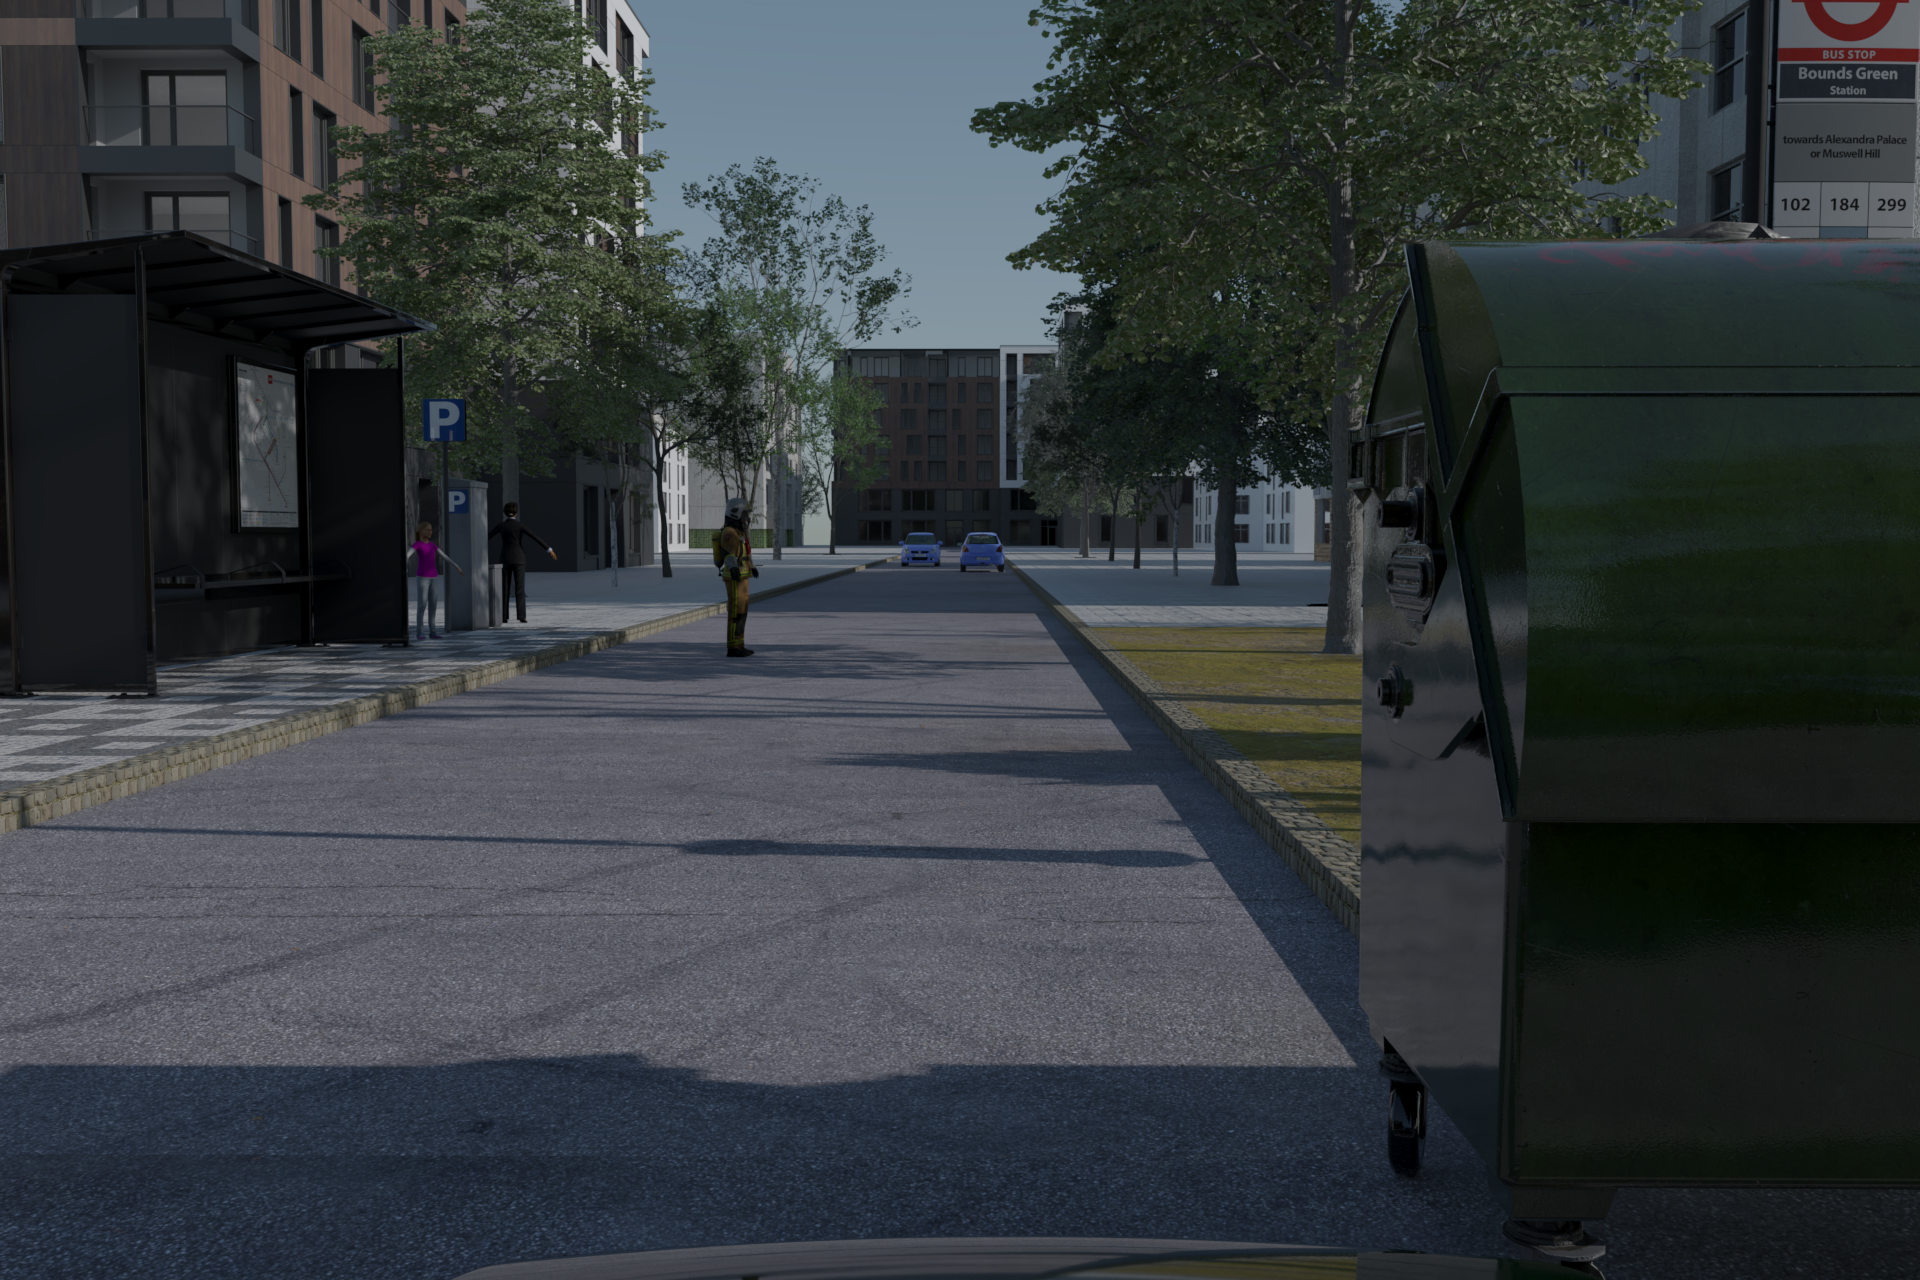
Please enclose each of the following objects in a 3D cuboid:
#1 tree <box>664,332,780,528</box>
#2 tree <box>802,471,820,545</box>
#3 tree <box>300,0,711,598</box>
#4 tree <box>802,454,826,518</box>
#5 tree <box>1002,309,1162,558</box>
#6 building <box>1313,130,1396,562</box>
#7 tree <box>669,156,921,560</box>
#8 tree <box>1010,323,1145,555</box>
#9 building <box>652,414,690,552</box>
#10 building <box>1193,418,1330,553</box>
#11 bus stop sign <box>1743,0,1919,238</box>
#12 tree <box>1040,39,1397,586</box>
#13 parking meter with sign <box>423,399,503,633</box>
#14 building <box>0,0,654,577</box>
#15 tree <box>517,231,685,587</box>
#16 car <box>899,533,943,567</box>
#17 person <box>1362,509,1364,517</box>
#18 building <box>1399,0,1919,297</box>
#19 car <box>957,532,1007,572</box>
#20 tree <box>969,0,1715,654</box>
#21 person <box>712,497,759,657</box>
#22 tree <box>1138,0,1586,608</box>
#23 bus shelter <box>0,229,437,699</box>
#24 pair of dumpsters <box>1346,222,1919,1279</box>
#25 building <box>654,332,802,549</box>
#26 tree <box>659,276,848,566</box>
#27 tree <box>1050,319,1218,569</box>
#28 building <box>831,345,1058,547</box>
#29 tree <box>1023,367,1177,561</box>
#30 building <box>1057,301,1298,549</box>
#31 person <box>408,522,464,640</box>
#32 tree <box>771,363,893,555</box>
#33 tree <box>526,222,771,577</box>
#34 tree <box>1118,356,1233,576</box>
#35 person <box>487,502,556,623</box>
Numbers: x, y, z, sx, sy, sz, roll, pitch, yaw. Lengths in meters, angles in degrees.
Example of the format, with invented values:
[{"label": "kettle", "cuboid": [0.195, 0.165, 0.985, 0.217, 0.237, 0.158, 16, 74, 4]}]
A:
[{"label": "tree", "cuboid": [-8.118, -6.842, 62.232, 4.360, 8.622, 3.978, 0, 3, 0]}, {"label": "tree", "cuboid": [-17.939, -14.961, 194.971, 4.737, 8.622, 4.395, 0, 3, 0]}, {"label": "tree", "cuboid": [-8.872, -7.107, 34.330, 7.486, 12.596, 7.792, 0, 3, 0]}, {"label": "tree", "cuboid": [-19.049, -16.349, 201.710, 7.601, 10.594, 8.767, 0, 4, 3]}, {"label": "tree", "cuboid": [6.857, -11.136, 92.449, 12.009, 13.543, 11.850, 0, 3, 0]}, {"label": "building", "cuboid": [21.787, -13.696, 80.357, 16.016, 20.090, 11.380, 0, 4, 0]}, {"label": "tree", "cuboid": [-8.329, -14.037, 85.395, 12.611, 20.169, 13.585, 0, 3, 0]}, {"label": "tree", "cuboid": [7.754, -12.229, 106.601, 9.857, 13.997, 8.962, 0, 3, 0]}, {"label": "building", "cuboid": [-25.700, -11.833, 135.618, 9.099, 9.664, 28.070, 0, 4, 0]}, {"label": "building", "cuboid": [24.150, -11.736, 134.027, 9.099, 9.664, 28.070, 0, 4, 1]}, {"label": "bus stop sign", "cuboid": [3.482, -1.128, 7.149, 0.855, 3.939, 0.416, 0, 4, 1]}, {"label": "tree", "cuboid": [6.716, -8.335, 42.935, 9.857, 13.997, 8.962, 0, 3, 0]}, {"label": "parking meter with sign", "cuboid": [-6.609, -1.649, 23.223, 0.543, 3.016, 1.738, 0, 4, 2]}, {"label": "building", "cuboid": [-26.764, -12.929, 55.364, 27.936, 21.610, 32.646, 0, 4, 0]}, {"label": "tree", "cuboid": [-8.350, -5.622, 42.279, 4.360, 8.622, 3.978, 0, 3, 0]}, {"label": "car", "cuboid": [-1.732, -4.143, 77.330, 1.945, 1.707, 3.694, 0, 4, 1]}, {"label": "person", "cuboid": [7.568, -1.660, 33.283, 0.704, 1.843, 1.345, 1, 4, 22]}, {"label": "building", "cuboid": [23.364, -10.873, 44.237, 16.747, 18.905, 31.486, 0, 4, 1]}, {"label": "car", "cuboid": [0.839, -3.486, 66.585, 1.945, 1.707, 3.694, 0, 4, 0]}, {"label": "tree", "cuboid": [3.973, -6.153, 18.725, 7.486, 12.596, 7.792, 0, 3, 0]}, {"label": "person", "cuboid": [-2.581, -0.737, 20.276, 0.705, 1.858, 1.354, 0, 4, 3]}, {"label": "tree", "cuboid": [6.827, -6.397, 30.342, 9.928, 11.665, 9.643, 0, 3, 0]}, {"label": "bus shelter", "cuboid": [-6.788, -1.544, 16.525, 1.731, 3.624, 6.357, 0, 4, 1]}, {"label": "pair of dumpsters", "cuboid": [3.036, 0.095, 3.391, 4.436, 2.255, 1.574, 0, 4, 1]}, {"label": "building", "cuboid": [-25.367, -18.423, 167.678, 16.747, 18.905, 31.486, 0, 4, 1]}, {"label": "tree", "cuboid": [-8.392, -8.753, 68.872, 9.928, 11.665, 9.643, 0, 3, 0]}, {"label": "tree", "cuboid": [6.858, -7.923, 63.951, 7.601, 10.594, 8.767, -2, 4, -27]}, {"label": "building", "cuboid": [2.222, -21.618, 199.884, 32.646, 21.610, 27.936, 0, 4, 0]}, {"label": "tree", "cuboid": [7.122, -8.966, 81.004, 8.767, 10.594, 7.601, 0, 4, -1]}, {"label": "building", "cuboid": [23.355, -19.847, 168.477, 27.936, 21.610, 32.646, 0, 4, 1]}, {"label": "person", "cuboid": [-6.430, -0.718, 21.011, 0.599, 1.433, 0.991, 2, 4, 33]}, {"label": "tree", "cuboid": [-7.984, -11.078, 106.875, 9.928, 11.665, 9.643, 0, 3, 0]}, {"label": "tree", "cuboid": [-9.019, -7.136, 51.083, 7.601, 10.594, 8.767, 0, 4, 2]}, {"label": "tree", "cuboid": [6.581, -6.252, 52.583, 4.737, 8.622, 4.395, 0, 3, 0]}, {"label": "person", "cuboid": [-6.431, -1.116, 24.963, 1.216, 1.740, 0.721, 0, 4, 1]}]
